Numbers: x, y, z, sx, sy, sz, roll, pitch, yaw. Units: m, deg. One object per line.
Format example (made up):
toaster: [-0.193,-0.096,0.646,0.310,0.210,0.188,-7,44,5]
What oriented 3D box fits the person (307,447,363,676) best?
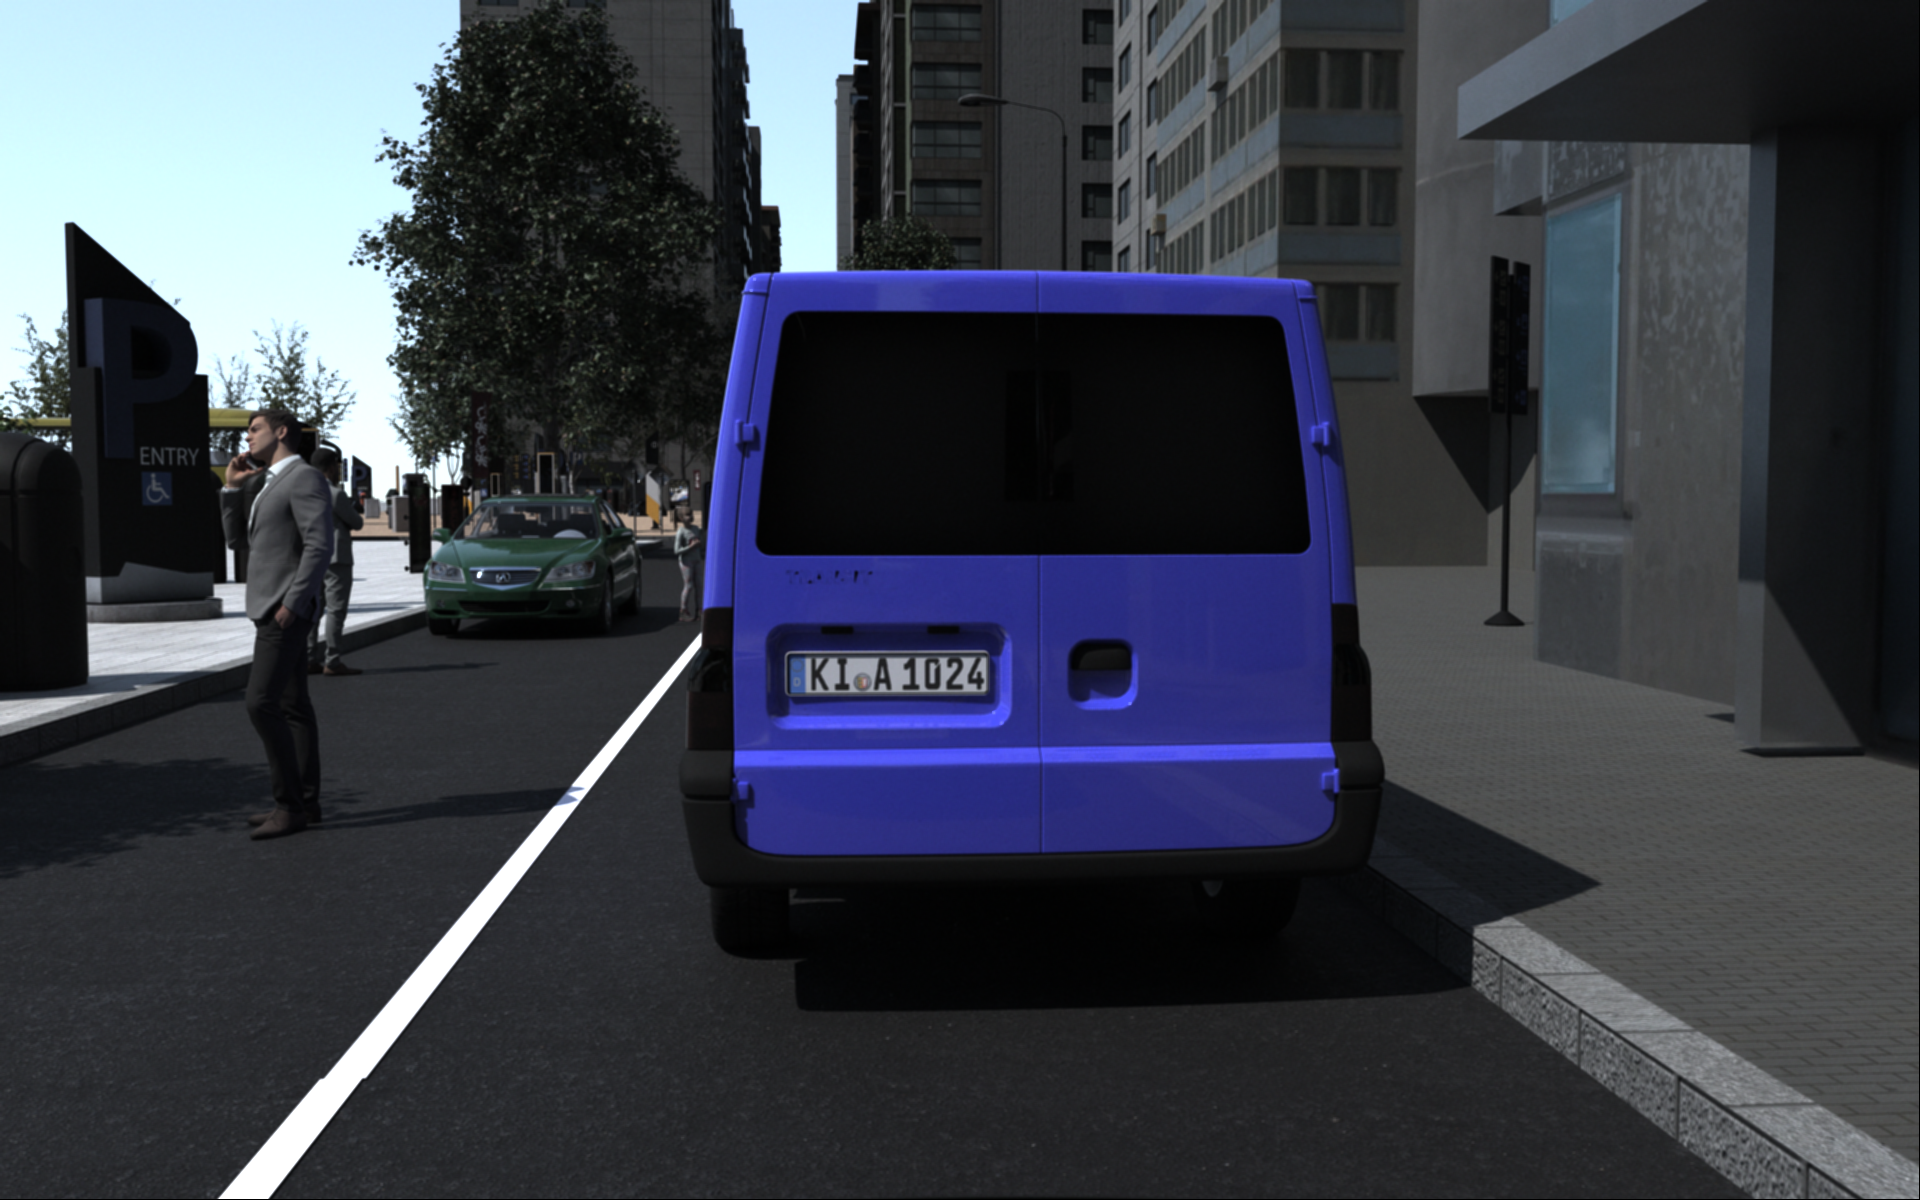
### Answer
person: [-4.979,-0.313,13.796,0.511,1.800,0.466,1,4,19]

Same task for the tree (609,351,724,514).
tree: [-14.171,-10.123,99.917,8.767,10.594,7.601,2,4,26]

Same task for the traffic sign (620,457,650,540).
traffic sign: [-8.726,-2.620,46.486,0.795,2.450,0.064,0,4,-5]

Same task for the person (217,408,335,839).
person: [-2.921,0.077,7.415,0.473,1.802,0.592,-1,4,-19]

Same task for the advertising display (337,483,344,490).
advertising display: [-37.693,-6.120,105.283,0.974,1.923,0.123,3,5,45]

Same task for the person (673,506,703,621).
person: [-3.023,-0.416,19.588,0.394,1.301,0.425,1,4,20]

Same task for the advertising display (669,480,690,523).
advertising display: [-12.603,-4.442,77.837,0.974,1.923,0.123,1,4,19]

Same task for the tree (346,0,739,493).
tree: [-9.348,-7.491,39.488,9.611,12.733,9.660,0,3,0]

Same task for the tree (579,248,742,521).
tree: [-13.314,-10.601,83.692,12.009,13.543,11.850,0,3,0]

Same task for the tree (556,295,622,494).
tree: [-12.996,-6.584,58.014,4.737,8.622,4.395,0,3,0]

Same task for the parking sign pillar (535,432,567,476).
parking sign pillar: [-17.648,-5.284,74.859,1.447,3.967,1.447,-1,4,-16]

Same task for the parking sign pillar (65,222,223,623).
parking sign pillar: [-8.394,-1.792,17.774,1.447,3.967,1.447,2,4,30]

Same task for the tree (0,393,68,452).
tree: [-18.367,-2.365,33.271,1.663,3.219,1.824,0,3,0]

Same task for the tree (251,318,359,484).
tree: [-27.702,-7.475,72.575,4.737,8.622,4.395,0,3,0]

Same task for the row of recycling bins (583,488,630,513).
row of recycling bins: [-24.265,-6.841,118.958,3.534,1.692,1.069,1,4,17]

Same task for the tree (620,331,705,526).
tree: [-12.160,-7.251,68.921,4.360,8.622,3.978,0,3,0]

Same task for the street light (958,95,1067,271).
street light: [0.681,-2.925,20.359,1.470,5.913,1.316,0,4,-5]

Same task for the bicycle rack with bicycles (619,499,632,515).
bicycle rack with bicycles: [-24.036,-6.793,124.448,2.925,0.926,2.852,-1,4,-12]

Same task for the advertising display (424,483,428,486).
advertising display: [-30.436,-5.642,97.464,0.974,1.923,0.123,-1,4,-15]

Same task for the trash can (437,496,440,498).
trash can: [-36.370,-6.731,121.702,0.748,1.137,0.748,0,3,0]

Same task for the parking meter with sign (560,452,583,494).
parking meter with sign: [-16.282,-4.619,71.775,0.543,3.016,1.738,-3,5,-40]

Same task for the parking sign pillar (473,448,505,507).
parking sign pillar: [-21.224,-5.512,78.599,1.447,3.967,1.447,1,4,21]

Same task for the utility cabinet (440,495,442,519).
utility cabinet: [-26.295,-4.786,89.408,1.020,1.237,0.306,-2,4,-24]

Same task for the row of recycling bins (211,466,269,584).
row of recycling bins: [-11.419,-1.076,24.705,3.534,1.692,1.069,-1,4,-21]

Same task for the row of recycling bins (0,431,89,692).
row of recycling bins: [-7.005,-0.199,10.366,1.069,1.692,3.534,2,4,33]

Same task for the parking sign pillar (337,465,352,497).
parking sign pillar: [-38.611,-7.231,106.692,1.447,3.967,1.447,0,4,-6]

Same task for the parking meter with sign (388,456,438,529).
parking meter with sign: [-20.284,-4.154,64.173,1.738,3.016,0.543,-3,4,-39]

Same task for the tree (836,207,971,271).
tree: [-2.166,-9.326,69.490,9.611,12.733,9.660,0,3,0]

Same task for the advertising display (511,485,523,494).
advertising display: [-30.828,-7.058,120.618,0.974,1.923,0.123,2,4,25]

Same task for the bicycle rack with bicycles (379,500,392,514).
bicycle rack with bicycles: [-33.422,-5.398,101.633,2.852,0.926,2.925,-1,4,-22]

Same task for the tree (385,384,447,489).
tree: [-33.947,-9.718,109.254,4.737,8.622,4.395,0,3,0]

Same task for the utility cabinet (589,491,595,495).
utility cabinet: [-22.809,-6.033,107.322,0.318,1.500,1.173,0,4,-8]

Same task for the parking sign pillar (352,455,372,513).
parking sign pillar: [-41.045,-7.969,118.764,1.447,3.967,1.447,0,4,4]

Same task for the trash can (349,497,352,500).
trash can: [-30.931,-4.614,87.093,0.748,1.137,0.748,0,3,0]

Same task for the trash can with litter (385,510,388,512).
trash can with litter: [-38.897,-6.570,118.804,0.624,1.170,1.055,3,4,38]

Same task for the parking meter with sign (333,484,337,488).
parking meter with sign: [-35.426,-6.199,97.606,0.543,3.016,1.738,1,4,11]

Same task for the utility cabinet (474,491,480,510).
utility cabinet: [-29.791,-6.082,108.112,1.173,1.500,0.318,2,4,28]

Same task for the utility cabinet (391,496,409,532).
utility cabinet: [-18.655,-2.896,58.508,0.306,1.237,1.020,3,5,43]

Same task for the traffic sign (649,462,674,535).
traffic sign: [-9.377,-3.107,54.445,0.795,2.450,0.064,0,4,-5]
